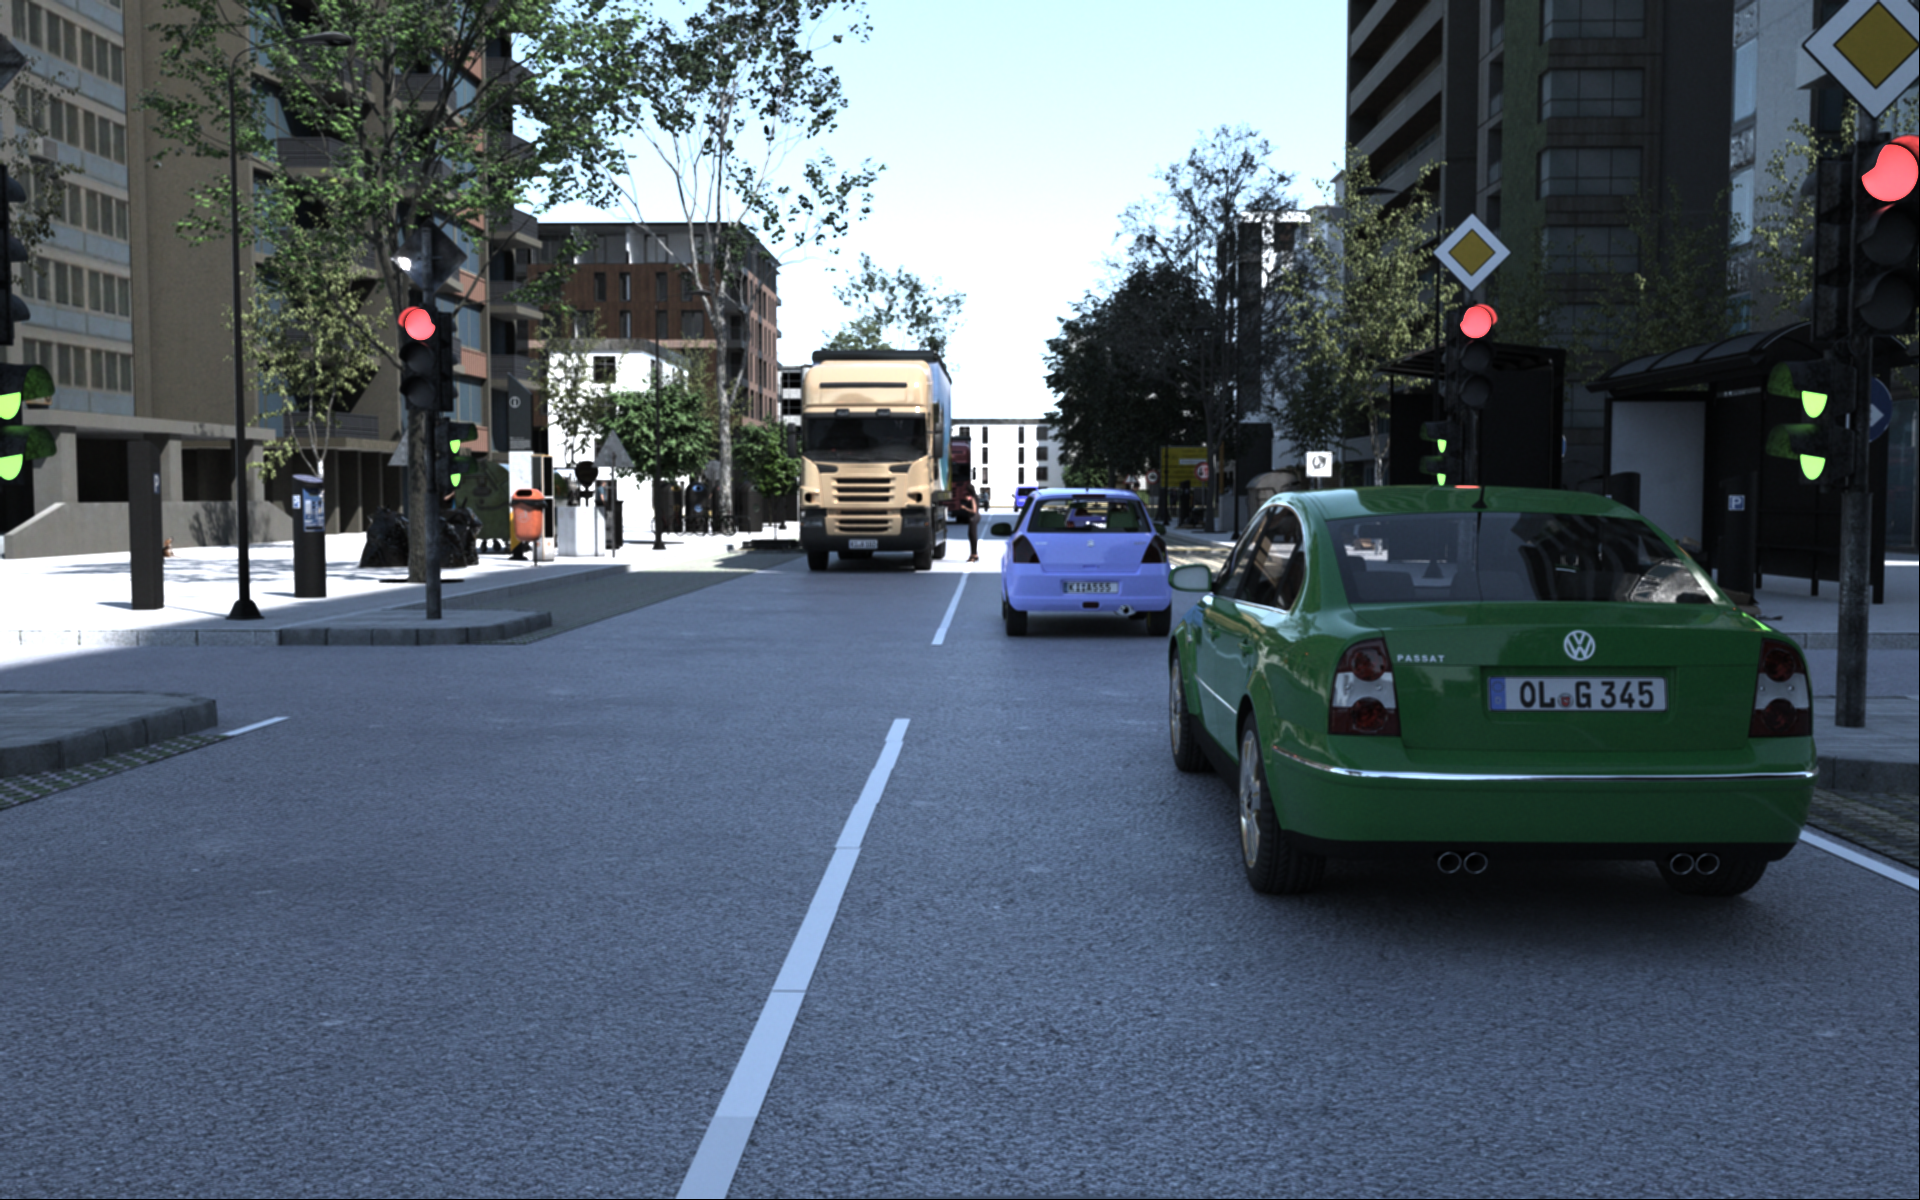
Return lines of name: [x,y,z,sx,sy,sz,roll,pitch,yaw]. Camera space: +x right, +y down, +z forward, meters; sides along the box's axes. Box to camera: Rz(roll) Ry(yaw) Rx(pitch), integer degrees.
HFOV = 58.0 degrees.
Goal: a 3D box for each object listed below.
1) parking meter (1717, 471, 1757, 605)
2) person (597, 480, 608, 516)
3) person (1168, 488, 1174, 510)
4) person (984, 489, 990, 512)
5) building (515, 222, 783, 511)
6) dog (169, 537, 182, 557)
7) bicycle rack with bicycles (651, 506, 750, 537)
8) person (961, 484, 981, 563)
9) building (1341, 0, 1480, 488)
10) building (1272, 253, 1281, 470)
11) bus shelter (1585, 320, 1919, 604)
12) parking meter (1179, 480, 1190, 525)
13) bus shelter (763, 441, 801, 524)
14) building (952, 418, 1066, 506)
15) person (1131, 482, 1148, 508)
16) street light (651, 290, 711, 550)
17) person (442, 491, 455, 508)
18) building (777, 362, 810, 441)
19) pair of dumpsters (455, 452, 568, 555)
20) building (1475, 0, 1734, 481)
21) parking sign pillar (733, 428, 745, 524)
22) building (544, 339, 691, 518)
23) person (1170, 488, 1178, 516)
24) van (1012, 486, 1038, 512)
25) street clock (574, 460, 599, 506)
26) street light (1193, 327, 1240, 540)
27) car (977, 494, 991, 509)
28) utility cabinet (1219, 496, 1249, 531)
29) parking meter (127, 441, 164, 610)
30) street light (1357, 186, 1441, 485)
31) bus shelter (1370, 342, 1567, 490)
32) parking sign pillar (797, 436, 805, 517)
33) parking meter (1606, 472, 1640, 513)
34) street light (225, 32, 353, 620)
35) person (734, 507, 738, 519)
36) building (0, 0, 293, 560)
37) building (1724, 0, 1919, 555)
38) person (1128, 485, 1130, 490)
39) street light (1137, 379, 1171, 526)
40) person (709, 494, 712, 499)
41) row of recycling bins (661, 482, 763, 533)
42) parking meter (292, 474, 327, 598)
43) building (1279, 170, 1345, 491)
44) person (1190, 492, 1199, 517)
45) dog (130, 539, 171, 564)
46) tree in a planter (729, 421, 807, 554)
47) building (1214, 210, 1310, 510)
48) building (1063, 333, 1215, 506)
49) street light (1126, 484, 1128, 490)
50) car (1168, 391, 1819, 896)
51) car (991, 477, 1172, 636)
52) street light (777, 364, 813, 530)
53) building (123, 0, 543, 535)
parking meter: [8.474,-0.641,18.894,0.372,1.533,0.369,0,3,0]
person: [-12.872,-3.443,62.466,0.434,1.807,0.598,-1,4,-16]
person: [17.498,-8.385,143.228,1.350,1.814,0.705,-2,4,-32]
person: [2.148,-8.043,139.994,0.705,1.826,1.348,-1,4,-19]
building: [-32.351,-18.383,144.529,32.646,21.610,27.936,0,4,1]
dog: [-16.174,-1.068,35.190,0.550,0.427,0.748,-3,5,-39]
bicycle rack with bicycles: [-7.721,-2.434,53.183,2.925,0.926,2.852,3,5,44]
person: [0.211,-1.611,36.313,0.415,1.643,0.593,-2,4,-32]
building: [30.761,-27.940,80.517,21.300,48.544,21.600,0,4,1]
building: [29.832,-16.043,118.718,16.016,20.091,11.380,0,4,1]
bus shelter: [10.064,-1.753,22.579,2.014,3.302,5.546,0,4,1]
parking meter: [9.329,-4.047,71.878,0.399,1.863,0.255,-2,4,-25]
bus shelter: [-7.953,-5.261,77.305,1.731,3.624,6.357,0,4,1]
building: [-2.159,-15.314,192.524,28.070,9.664,9.099,0,4,1]
person: [5.121,-2.500,49.828,0.568,1.767,0.683,0,4,8]
street light: [-6.366,-4.100,39.581,1.470,5.913,1.316,0,4,1]
person: [-12.980,-2.247,44.653,0.662,1.594,0.647,1,4,18]
building: [-32.189,-20.165,196.155,31.486,18.905,16.747,0,4,1]
pair of dumpsters: [-9.964,-2.194,38.362,1.574,2.255,4.437,0,4,1]
building: [26.282,-23.179,62.569,14.154,41.232,14.086,0,4,1]
parking sign pillar: [-8.994,-5.080,71.533,1.447,3.967,1.447,0,4,6]
building: [-21.253,-10.130,107.769,9.099,9.664,28.070,0,4,1]
person: [12.516,-5.771,101.319,0.541,1.710,0.530,-1,4,-13]
van: [5.290,-8.206,138.554,2.240,2.365,5.245,0,4,0]
street clock: [-8.057,-2.009,37.414,0.471,2.002,0.358,-2,4,-31]
street light: [7.183,-4.630,48.244,1.470,5.913,1.316,0,4,1]
car: [1.974,-9.551,165.949,2.009,1.686,4.222,0,4,2]
utility cabinet: [9.443,-2.975,59.803,1.020,1.237,0.306,-1,4,-20]
parking meter: [-9.047,-0.828,19.248,0.255,1.863,0.399,-1,4,-9]
street light: [6.691,-3.288,26.306,1.470,5.913,1.316,0,4,1]
bus shelter: [8.400,-2.318,29.185,1.731,3.624,6.357,0,4,1]
parking sign pillar: [-7.342,-5.700,81.672,1.447,3.967,1.447,1,4,16]
parking meter: [7.679,-0.715,20.098,0.372,1.533,0.369,0,3,0]
street light: [-6.808,-2.756,17.601,1.470,5.913,1.316,0,4,1]
person: [-9.208,-3.789,70.528,0.613,1.512,0.480,-1,4,-9]
building: [-34.438,-21.286,39.910,32.217,40.220,23.993,0,4,1]
building: [34.367,-25.600,38.164,30.456,49.044,23.786,0,4,1]
person: [10.101,-5.978,103.727,0.705,1.831,1.348,0,4,3]
street light: [7.830,-5.972,70.177,1.470,5.913,1.316,0,4,1]
person: [-18.049,-7.429,128.187,1.217,1.739,0.721,-3,5,-41]
row of recycling bins: [-8.394,-3.112,57.993,3.534,1.692,1.069,-1,4,-16]
parking meter: [-8.060,-0.797,21.450,0.372,1.533,0.369,0,3,0]
building: [28.872,-15.311,106.758,16.016,20.091,11.380,0,4,1]
person: [13.150,-5.408,97.720,0.557,1.426,1.065,-2,4,-24]
dog: [-14.958,-0.867,31.917,0.550,0.427,0.748,-2,4,-33]
tree in a planter: [-4.531,-2.760,42.354,1.991,3.239,1.994,0,4,1]
building: [34.449,-18.154,140.790,27.936,21.610,32.646,0,4,1]
building: [27.705,-20.133,195.637,31.486,18.905,16.747,0,4,1]
street light: [8.394,-7.331,92.396,1.470,5.913,1.316,0,4,1]
car: [1.952,0.076,7.555,1.959,1.807,4.718,0,4,1]
car: [1.304,-0.563,18.796,1.945,1.707,3.694,0,4,0]
street light: [-5.844,-5.479,62.127,1.470,5.913,1.316,0,4,1]
building: [-29.003,-25.163,66.034,22.147,44.769,28.867,0,4,1]
